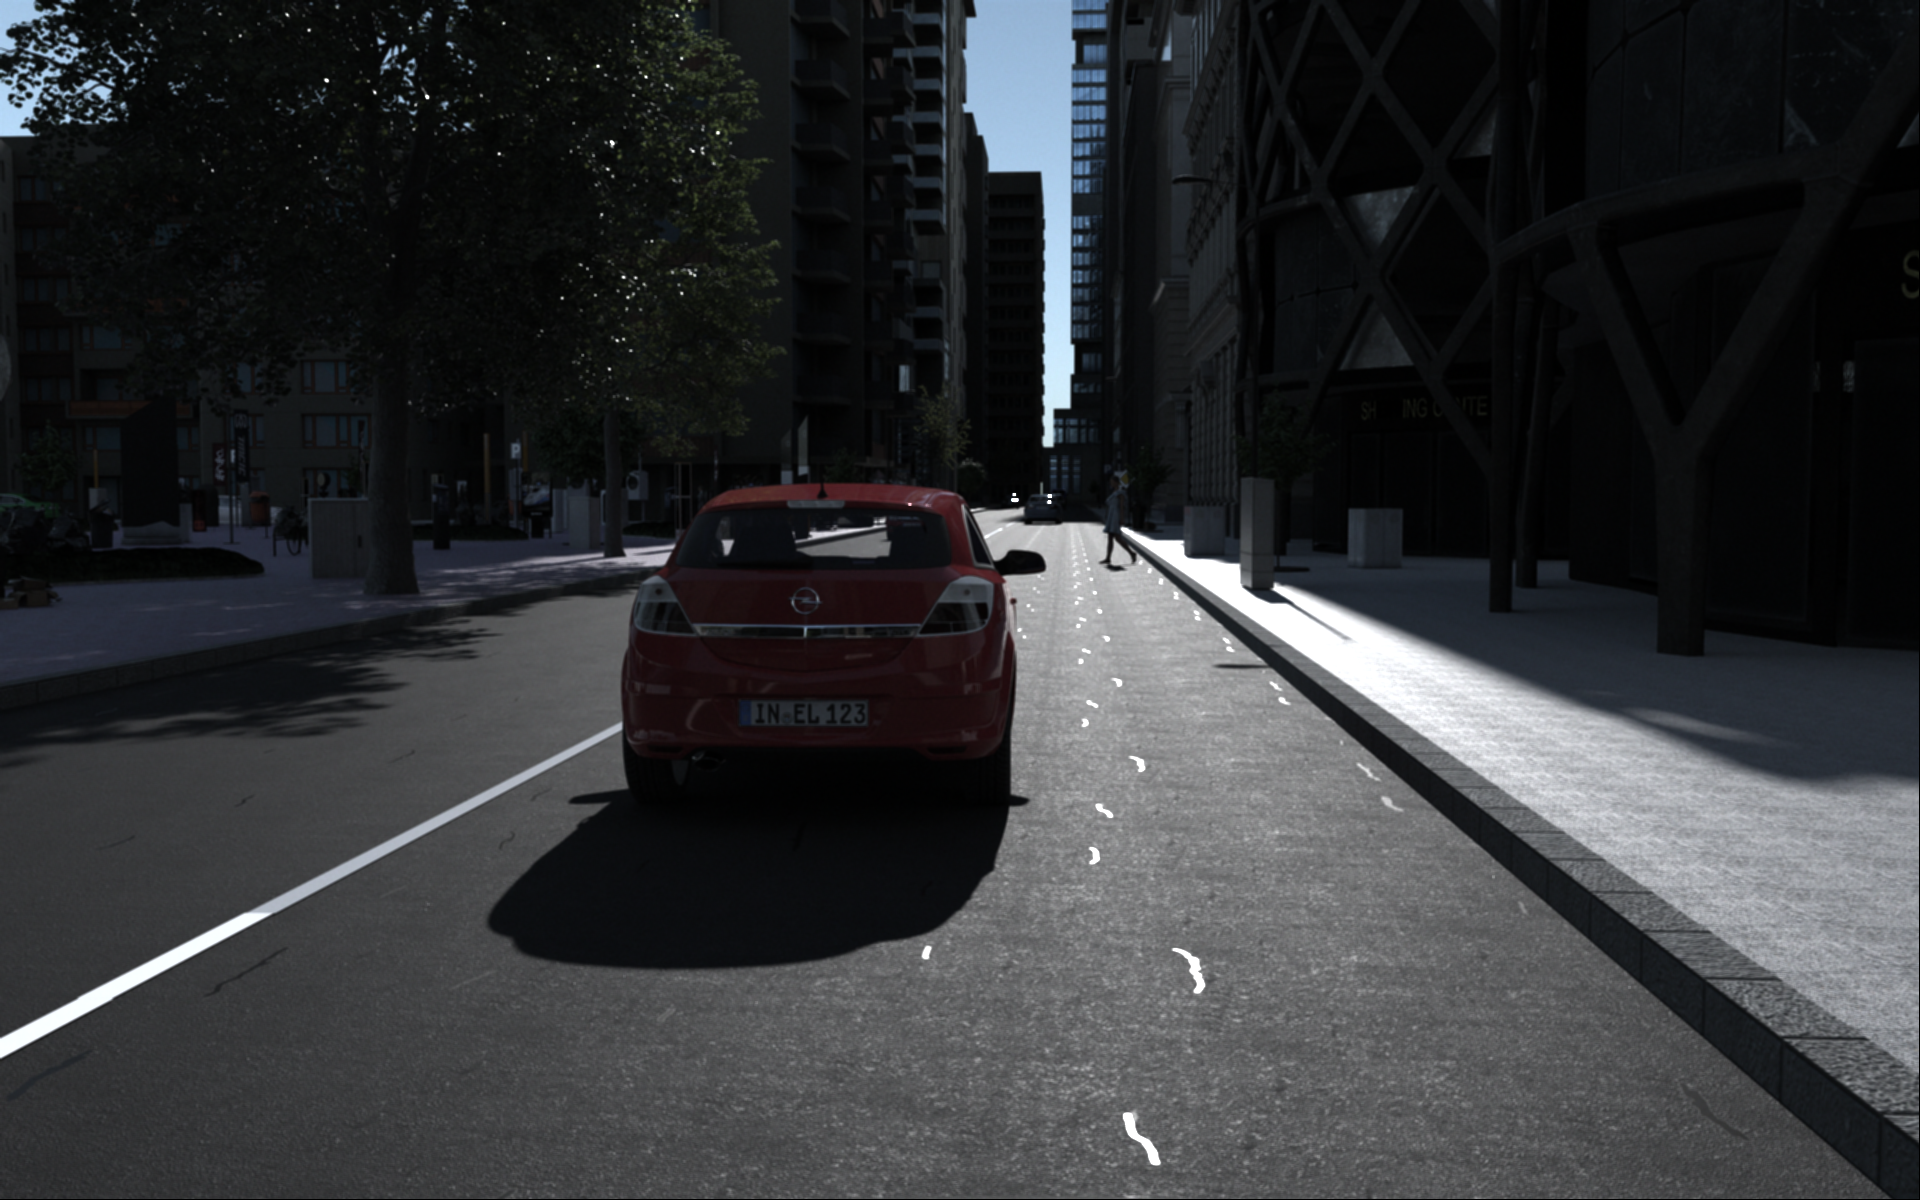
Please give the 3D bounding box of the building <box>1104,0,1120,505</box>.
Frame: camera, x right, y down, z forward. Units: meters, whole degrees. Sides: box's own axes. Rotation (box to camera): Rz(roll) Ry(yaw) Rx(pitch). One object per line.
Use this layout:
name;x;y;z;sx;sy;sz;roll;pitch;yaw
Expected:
building;27.041;-40.040;196.652;21.231;58.520;28.212;0;4;4

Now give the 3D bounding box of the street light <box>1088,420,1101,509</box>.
street light;8.957;-8.339;108.882;1.470;5.913;1.316;0;4;4

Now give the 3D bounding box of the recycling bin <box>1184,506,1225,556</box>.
recycling bin;5.115;-1.451;36.280;0.722;1.027;0.722;0;4;-5

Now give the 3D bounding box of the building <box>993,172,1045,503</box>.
building;1.185;-38.168;247.748;21.600;48.544;21.300;0;4;4

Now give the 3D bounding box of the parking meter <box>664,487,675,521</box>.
parking meter;-9.850;-3.086;58.865;0.372;1.533;0.369;0;3;0

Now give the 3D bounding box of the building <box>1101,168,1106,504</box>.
building;24.937;-32.757;219.166;14.154;41.232;14.086;0;4;4

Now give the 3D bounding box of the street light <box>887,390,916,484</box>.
street light;-2.679;-6.428;77.644;1.470;5.913;1.316;0;4;4

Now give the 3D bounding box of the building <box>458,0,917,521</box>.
building;-14.020;-26.789;92.620;22.147;44.769;28.867;0;4;4

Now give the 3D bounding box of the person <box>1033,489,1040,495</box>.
person;5.631;-7.313;128.266;0.606;1.804;0.583;-1;4;-14

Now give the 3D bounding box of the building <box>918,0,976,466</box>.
building;-13.396;-35.327;166.838;28.713;52.752;27.495;0;4;4

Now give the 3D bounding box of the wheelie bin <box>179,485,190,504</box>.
wheelie bin;-27.514;-3.246;60.975;0.693;1.594;0.980;-3;5;-42

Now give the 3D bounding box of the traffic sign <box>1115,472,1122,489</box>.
traffic sign;7.271;-4.656;78.251;0.606;2.300;0.079;0;4;4

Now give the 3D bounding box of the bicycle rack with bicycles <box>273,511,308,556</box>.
bicycle rack with bicycles;-13.221;-1.434;36.833;2.852;0.926;2.925;0;4;-4

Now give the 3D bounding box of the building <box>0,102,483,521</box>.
building;-40.170;-15.252;94.407;28.899;21.520;27.650;0;4;4

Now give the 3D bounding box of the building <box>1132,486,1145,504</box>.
building;17.414;-15.867;124.059;10.561;19.102;19.286;0;4;4

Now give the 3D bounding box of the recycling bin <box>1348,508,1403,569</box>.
recycling bin;7.213;-1.073;30.099;0.722;1.027;0.722;-1;4;-11

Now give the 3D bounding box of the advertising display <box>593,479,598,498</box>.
advertising display;-13.698;-3.574;63.641;0.123;1.923;0.974;3;4;36

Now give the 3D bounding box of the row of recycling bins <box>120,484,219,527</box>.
row of recycling bins;-30.899;-3.708;67.736;3.534;1.692;1.069;-1;4;-19

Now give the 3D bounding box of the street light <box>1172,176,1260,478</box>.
street light;3.790;-3.233;25.400;1.470;5.913;1.316;0;4;4

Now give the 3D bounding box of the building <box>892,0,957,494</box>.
building;-11.032;-49.934;129.096;22.319;86.520;31.000;0;4;4

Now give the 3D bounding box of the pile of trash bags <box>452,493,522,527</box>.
pile of trash bags;-18.243;-3.538;67.598;3.447;1.369;1.912;3;4;37

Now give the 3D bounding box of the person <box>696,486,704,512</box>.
person;-11.208;-3.993;74.054;0.573;1.790;0.520;-1;4;-11

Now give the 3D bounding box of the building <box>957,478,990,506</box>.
building;-13.071;-30.653;193.061;32.217;40.220;23.993;0;4;4

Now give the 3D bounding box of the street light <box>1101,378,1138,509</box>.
street light;6.505;-5.911;69.181;1.470;5.913;1.316;0;4;4

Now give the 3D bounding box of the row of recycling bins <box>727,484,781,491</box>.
row of recycling bins;-7.516;-3.695;67.529;3.534;1.692;1.069;-3;5;-45

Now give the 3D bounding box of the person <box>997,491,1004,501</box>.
person;5.694;-13.851;234.599;1.348;1.869;0.705;2;4;25

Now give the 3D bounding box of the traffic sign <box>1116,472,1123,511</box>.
traffic sign;7.129;-4.498;77.192;0.795;2.450;0.064;0;4;4

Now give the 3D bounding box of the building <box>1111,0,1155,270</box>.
building;29.288;-35.449;168.831;28.713;52.752;27.495;0;4;4

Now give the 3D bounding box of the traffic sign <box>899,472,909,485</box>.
traffic sign;-2.680;-4.863;81.634;0.606;2.300;0.079;1;4;10

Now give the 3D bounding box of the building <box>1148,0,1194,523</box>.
building;19.304;-18.152;82.682;20.117;28.700;13.634;0;4;4

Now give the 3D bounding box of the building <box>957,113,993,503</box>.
building;-7.449;-36.329;217.680;21.600;48.544;21.300;0;4;4

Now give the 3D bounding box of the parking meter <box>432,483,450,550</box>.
parking meter;-12.043;-1.944;40.200;0.372;1.533;0.369;0;3;0

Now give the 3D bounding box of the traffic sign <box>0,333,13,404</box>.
traffic sign;-7.018;-0.738;12.177;0.768;2.556;0.104;0;4;7

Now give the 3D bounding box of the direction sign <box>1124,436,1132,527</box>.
direction sign;6.647;-4.644;67.933;0.379;3.537;0.876;1;4;15

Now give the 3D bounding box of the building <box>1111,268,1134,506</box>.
building;17.525;-17.959;142.772;9.793;20.994;18.267;0;4;4

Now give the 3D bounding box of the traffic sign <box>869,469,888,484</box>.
traffic sign;-3.294;-4.050;69.864;0.795;2.450;0.064;0;4;4

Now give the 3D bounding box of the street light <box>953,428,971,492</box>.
street light;0.058;-9.100;121.326;1.470;5.913;1.316;0;4;4

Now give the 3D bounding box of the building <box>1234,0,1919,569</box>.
building;14.683;-10.503;39.171;16.820;18.784;16.811;0;4;4

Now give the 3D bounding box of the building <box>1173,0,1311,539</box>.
building;13.151;-13.983;57.502;11.050;23.489;19.941;0;4;4

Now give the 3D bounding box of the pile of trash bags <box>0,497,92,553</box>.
pile of trash bags;-16.990;-1.258;30.316;1.912;1.369;3.447;1;4;14

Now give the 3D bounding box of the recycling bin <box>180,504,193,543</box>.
recycling bin;-20.641;-2.021;45.596;0.722;1.027;0.722;-1;4;-16

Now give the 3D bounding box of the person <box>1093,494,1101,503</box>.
person;18.504;-13.646;232.428;1.217;1.723;0.721;1;4;13

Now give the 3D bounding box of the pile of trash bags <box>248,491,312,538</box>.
pile of trash bags;-19.846;-2.581;51.953;1.912;1.369;3.447;2;4;27

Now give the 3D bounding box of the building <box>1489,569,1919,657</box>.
building;13.782;-9.136;16.820;16.820;18.784;16.811;0;4;4

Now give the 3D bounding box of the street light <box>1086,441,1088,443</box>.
street light;11.748;-10.985;152.140;1.470;5.913;1.316;0;4;4

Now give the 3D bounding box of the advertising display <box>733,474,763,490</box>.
advertising display;-6.763;-3.065;55.324;0.974;1.923;0.123;-2;4;-24

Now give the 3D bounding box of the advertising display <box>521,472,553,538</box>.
advertising display;-12.273;-2.755;50.259;0.974;1.923;0.123;1;4;17

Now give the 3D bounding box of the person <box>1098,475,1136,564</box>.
person;3.218;-1.646;35.500;0.778;1.811;0.616;0;4;-5

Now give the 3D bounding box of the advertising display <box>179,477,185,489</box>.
advertising display;-28.818;-3.593;63.959;0.123;1.923;0.974;0;4;-6

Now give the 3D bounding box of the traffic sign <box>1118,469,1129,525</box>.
traffic sign;6.629;-4.011;69.222;0.795;2.450;0.064;0;4;4

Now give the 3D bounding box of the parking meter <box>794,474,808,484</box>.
parking meter;-4.546;-2.671;49.387;0.399;1.863;0.255;0;4;8

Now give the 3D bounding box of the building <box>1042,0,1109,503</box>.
building;27.465;-57.050;245.441;31.000;86.520;22.319;0;4;4

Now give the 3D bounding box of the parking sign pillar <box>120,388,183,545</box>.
parking sign pillar;-20.493;-3.385;43.821;1.447;3.967;1.447;-1;4;-21

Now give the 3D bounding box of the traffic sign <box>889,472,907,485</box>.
traffic sign;-2.794;-4.538;77.833;0.795;2.450;0.064;0;4;4

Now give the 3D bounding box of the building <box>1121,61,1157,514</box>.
building;17.022;-18.878;102.166;14.314;27.812;24.014;0;4;4

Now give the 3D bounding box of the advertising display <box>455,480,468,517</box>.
advertising display;-22.646;-4.492;78.657;0.123;1.923;0.974;1;4;12
